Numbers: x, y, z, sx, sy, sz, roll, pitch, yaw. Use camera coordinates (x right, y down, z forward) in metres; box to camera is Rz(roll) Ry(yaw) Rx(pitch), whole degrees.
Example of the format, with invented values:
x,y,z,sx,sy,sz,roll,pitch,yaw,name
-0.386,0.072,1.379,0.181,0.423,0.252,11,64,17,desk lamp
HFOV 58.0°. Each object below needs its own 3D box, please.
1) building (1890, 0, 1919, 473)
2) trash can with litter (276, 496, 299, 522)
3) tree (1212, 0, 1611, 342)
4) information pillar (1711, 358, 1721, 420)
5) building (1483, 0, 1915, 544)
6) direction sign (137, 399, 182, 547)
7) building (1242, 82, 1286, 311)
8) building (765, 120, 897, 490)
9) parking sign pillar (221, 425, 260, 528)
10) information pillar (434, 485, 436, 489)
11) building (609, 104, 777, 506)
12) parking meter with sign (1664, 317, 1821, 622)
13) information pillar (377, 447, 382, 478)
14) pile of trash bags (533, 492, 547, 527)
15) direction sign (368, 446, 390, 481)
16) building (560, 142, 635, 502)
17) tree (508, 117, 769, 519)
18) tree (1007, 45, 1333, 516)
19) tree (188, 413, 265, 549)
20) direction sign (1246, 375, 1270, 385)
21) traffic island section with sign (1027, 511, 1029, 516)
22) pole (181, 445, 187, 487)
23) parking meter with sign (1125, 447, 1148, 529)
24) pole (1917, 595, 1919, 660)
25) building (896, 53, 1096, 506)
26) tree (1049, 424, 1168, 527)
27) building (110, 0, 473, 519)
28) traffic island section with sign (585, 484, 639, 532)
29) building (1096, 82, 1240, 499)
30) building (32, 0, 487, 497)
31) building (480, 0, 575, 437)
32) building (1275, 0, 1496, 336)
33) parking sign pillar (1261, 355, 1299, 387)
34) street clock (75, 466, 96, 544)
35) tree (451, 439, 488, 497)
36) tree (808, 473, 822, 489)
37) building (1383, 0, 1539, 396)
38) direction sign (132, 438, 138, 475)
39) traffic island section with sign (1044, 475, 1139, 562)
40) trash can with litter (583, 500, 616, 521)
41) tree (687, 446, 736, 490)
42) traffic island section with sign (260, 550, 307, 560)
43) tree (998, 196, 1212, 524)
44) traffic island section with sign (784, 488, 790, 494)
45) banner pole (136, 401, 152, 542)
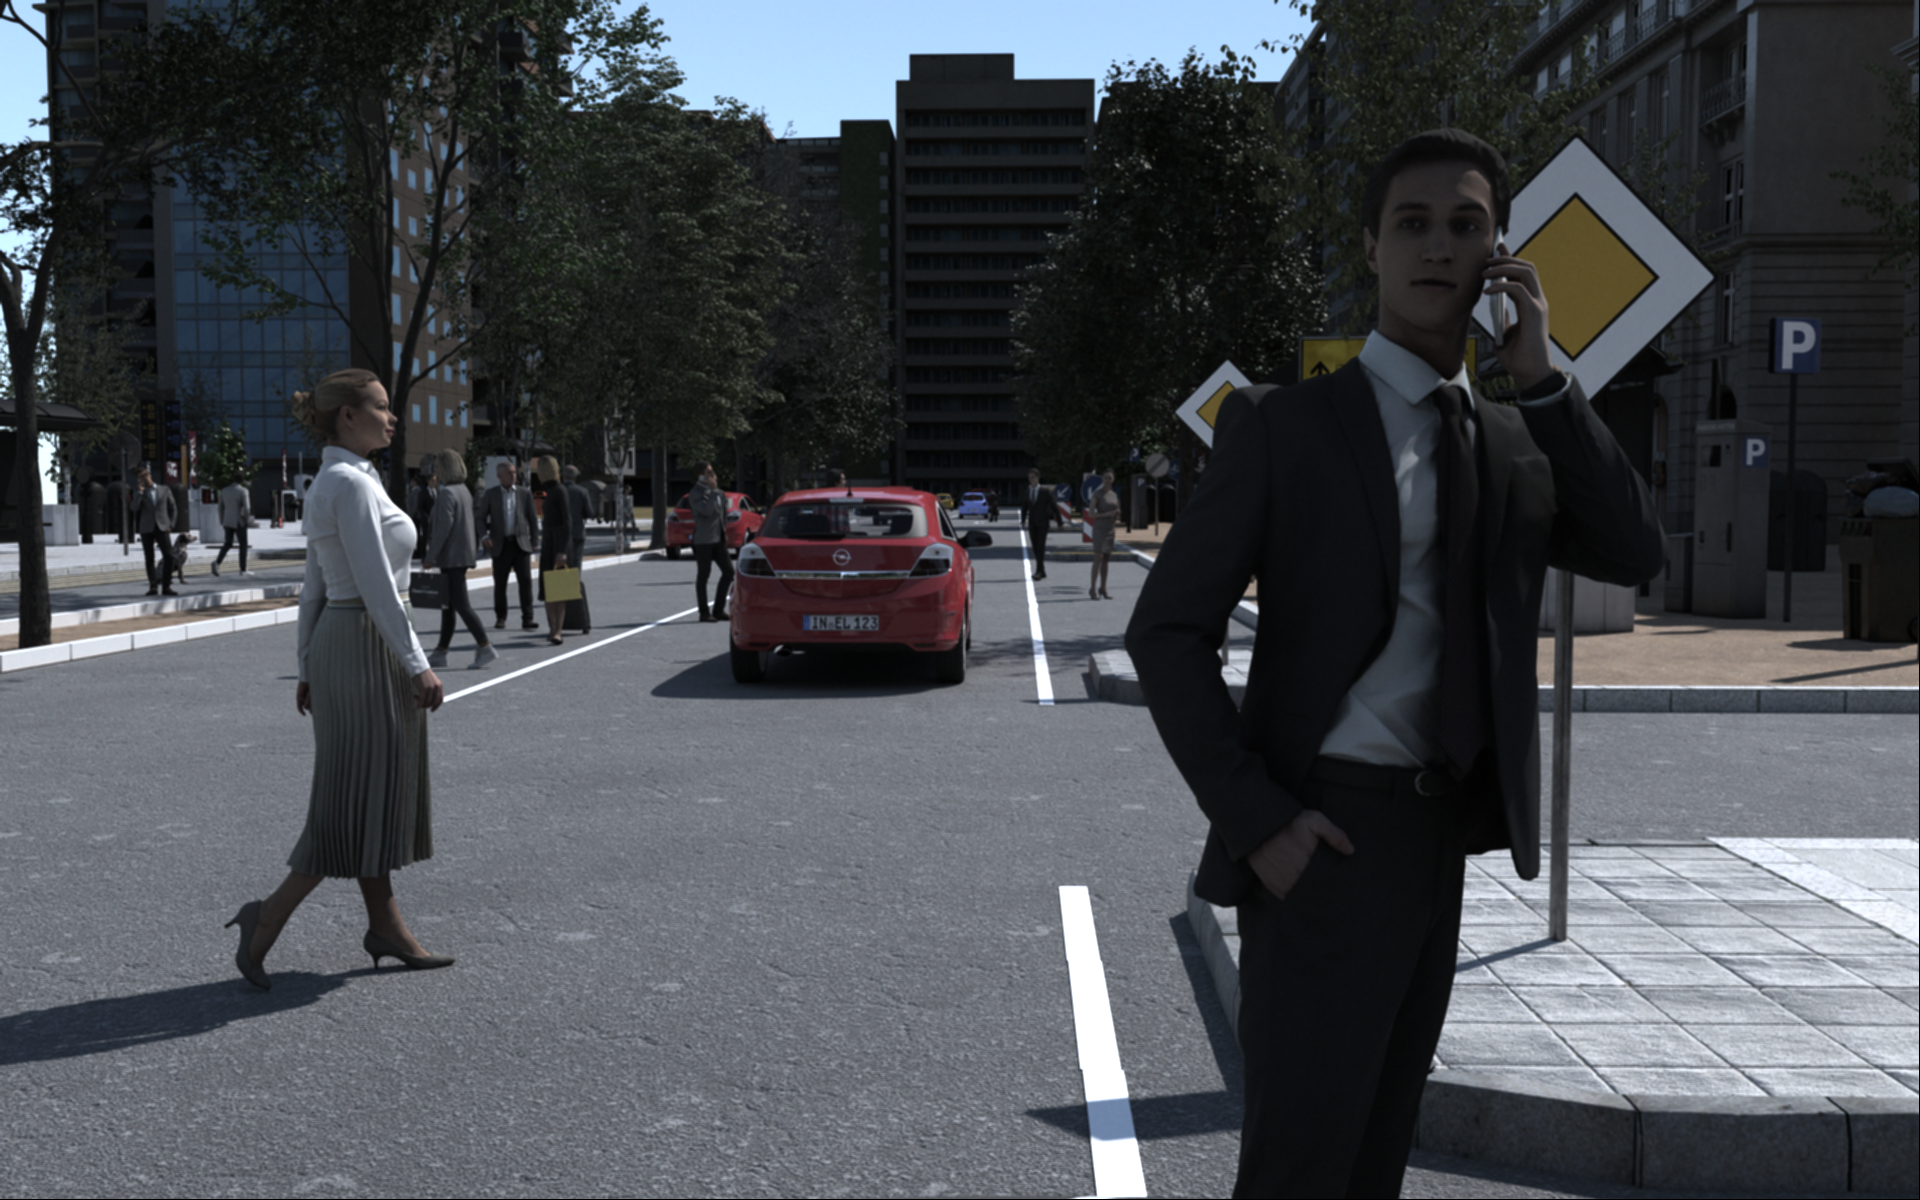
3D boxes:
x,y,z,sx,sy,sz,roll,pitch,yaw,name
32.858,-14.349,31.872,25.104,27.353,12.463,0,4,2,building
-30.645,-4.120,78.745,0.624,1.170,1.055,3,5,44,trash can with litter
4.791,-4.156,18.319,4.737,8.622,4.395,0,3,0,tree
13.122,-2.372,30.139,0.183,3.616,0.504,2,4,31,information pillar
26.247,-13.033,54.894,13.314,21.916,24.055,0,4,2,building
-19.203,-3.039,41.681,0.876,3.537,0.379,-2,4,-34,direction sign
36.598,-33.119,191.605,14.200,45.320,14.600,0,4,2,building
-14.189,-31.137,192.689,14.086,41.232,14.154,0,4,2,building
-27.266,-4.706,65.410,1.447,3.967,1.447,1,4,13,parking sign pillar
-25.042,-4.757,82.276,0.304,2.012,0.304,-2,4,-26,information pillar
-35.678,-33.216,197.700,28.867,44.769,22.147,0,4,2,building
8.050,-1.332,18.032,0.543,3.016,1.738,-1,4,-16,parking meter with sign
-22.174,-4.572,66.115,0.183,3.616,0.504,0,4,0,information pillar
-17.818,-3.543,67.684,3.447,1.369,1.912,0,4,-3,pile of trash bags
-19.344,-4.027,57.833,0.876,3.537,0.379,1,4,15,direction sign
-35.014,-22.815,144.718,14.107,30.474,14.160,0,4,2,building
-16.364,-14.183,87.773,12.611,20.169,13.585,0,3,0,tree
5.772,-7.812,44.732,9.611,12.733,9.660,0,3,0,tree
-17.309,-2.849,41.188,1.663,3.219,1.824,0,3,0,tree
5.757,-2.517,33.150,0.876,3.537,0.379,-2,4,-30,direction sign
5.341,-6.487,114.685,1.989,1.847,2.006,0,4,2,traffic island section with sign
-32.237,-4.781,72.009,0.158,3.312,0.155,0,3,0,pole
6.553,-4.126,63.713,0.543,3.016,1.738,-1,4,-9,parking meter with sign
7.532,-1.191,13.324,0.158,3.312,0.155,0,3,0,pole
4.064,-34.932,194.846,21.600,48.544,21.300,0,4,2,building
6.675,-5.182,68.447,4.285,4.588,4.351,0,3,0,tree
-36.302,-27.262,95.840,14.600,45.320,14.200,0,4,2,building
-13.243,-3.481,65.544,1.989,1.847,2.006,0,4,2,traffic island section with sign
22.388,-33.114,191.527,14.200,45.320,14.600,0,4,2,building
-56.897,-29.766,141.304,28.867,44.769,22.147,0,4,2,building
-38.896,-28.330,117.815,22.147,44.769,28.867,0,4,2,building
38.717,-27.181,136.295,32.217,40.220,23.993,0,4,2,building
5.783,-2.568,30.456,1.447,3.967,1.447,2,4,34,parking sign pillar
-22.538,-2.453,44.671,0.471,2.002,0.358,1,4,15,street clock
-16.853,-3.973,59.554,1.663,3.219,1.824,0,3,0,tree
-13.543,-10.190,161.200,1.663,3.219,1.824,0,3,0,tree
26.063,-15.178,77.038,11.050,23.489,19.941,0,4,2,building
-33.249,-4.785,70.238,0.876,3.537,0.379,2,4,26,direction sign
2.825,-1.770,37.570,1.989,1.847,2.006,0,4,2,traffic island section with sign
-16.786,-4.358,82.303,2.233,1.210,1.678,0,4,1,trash can with litter
-14.929,-7.368,104.173,4.285,4.588,4.351,0,3,0,tree
-14.134,-1.820,38.383,1.989,1.847,2.006,0,4,2,traffic island section with sign
6.577,-10.312,75.250,9.857,13.997,8.962,0,3,0,tree
-11.603,-6.541,115.574,1.989,1.847,2.006,0,4,2,traffic island section with sign
-22.072,-3.483,46.968,0.401,3.779,0.863,0,4,-3,banner pole
